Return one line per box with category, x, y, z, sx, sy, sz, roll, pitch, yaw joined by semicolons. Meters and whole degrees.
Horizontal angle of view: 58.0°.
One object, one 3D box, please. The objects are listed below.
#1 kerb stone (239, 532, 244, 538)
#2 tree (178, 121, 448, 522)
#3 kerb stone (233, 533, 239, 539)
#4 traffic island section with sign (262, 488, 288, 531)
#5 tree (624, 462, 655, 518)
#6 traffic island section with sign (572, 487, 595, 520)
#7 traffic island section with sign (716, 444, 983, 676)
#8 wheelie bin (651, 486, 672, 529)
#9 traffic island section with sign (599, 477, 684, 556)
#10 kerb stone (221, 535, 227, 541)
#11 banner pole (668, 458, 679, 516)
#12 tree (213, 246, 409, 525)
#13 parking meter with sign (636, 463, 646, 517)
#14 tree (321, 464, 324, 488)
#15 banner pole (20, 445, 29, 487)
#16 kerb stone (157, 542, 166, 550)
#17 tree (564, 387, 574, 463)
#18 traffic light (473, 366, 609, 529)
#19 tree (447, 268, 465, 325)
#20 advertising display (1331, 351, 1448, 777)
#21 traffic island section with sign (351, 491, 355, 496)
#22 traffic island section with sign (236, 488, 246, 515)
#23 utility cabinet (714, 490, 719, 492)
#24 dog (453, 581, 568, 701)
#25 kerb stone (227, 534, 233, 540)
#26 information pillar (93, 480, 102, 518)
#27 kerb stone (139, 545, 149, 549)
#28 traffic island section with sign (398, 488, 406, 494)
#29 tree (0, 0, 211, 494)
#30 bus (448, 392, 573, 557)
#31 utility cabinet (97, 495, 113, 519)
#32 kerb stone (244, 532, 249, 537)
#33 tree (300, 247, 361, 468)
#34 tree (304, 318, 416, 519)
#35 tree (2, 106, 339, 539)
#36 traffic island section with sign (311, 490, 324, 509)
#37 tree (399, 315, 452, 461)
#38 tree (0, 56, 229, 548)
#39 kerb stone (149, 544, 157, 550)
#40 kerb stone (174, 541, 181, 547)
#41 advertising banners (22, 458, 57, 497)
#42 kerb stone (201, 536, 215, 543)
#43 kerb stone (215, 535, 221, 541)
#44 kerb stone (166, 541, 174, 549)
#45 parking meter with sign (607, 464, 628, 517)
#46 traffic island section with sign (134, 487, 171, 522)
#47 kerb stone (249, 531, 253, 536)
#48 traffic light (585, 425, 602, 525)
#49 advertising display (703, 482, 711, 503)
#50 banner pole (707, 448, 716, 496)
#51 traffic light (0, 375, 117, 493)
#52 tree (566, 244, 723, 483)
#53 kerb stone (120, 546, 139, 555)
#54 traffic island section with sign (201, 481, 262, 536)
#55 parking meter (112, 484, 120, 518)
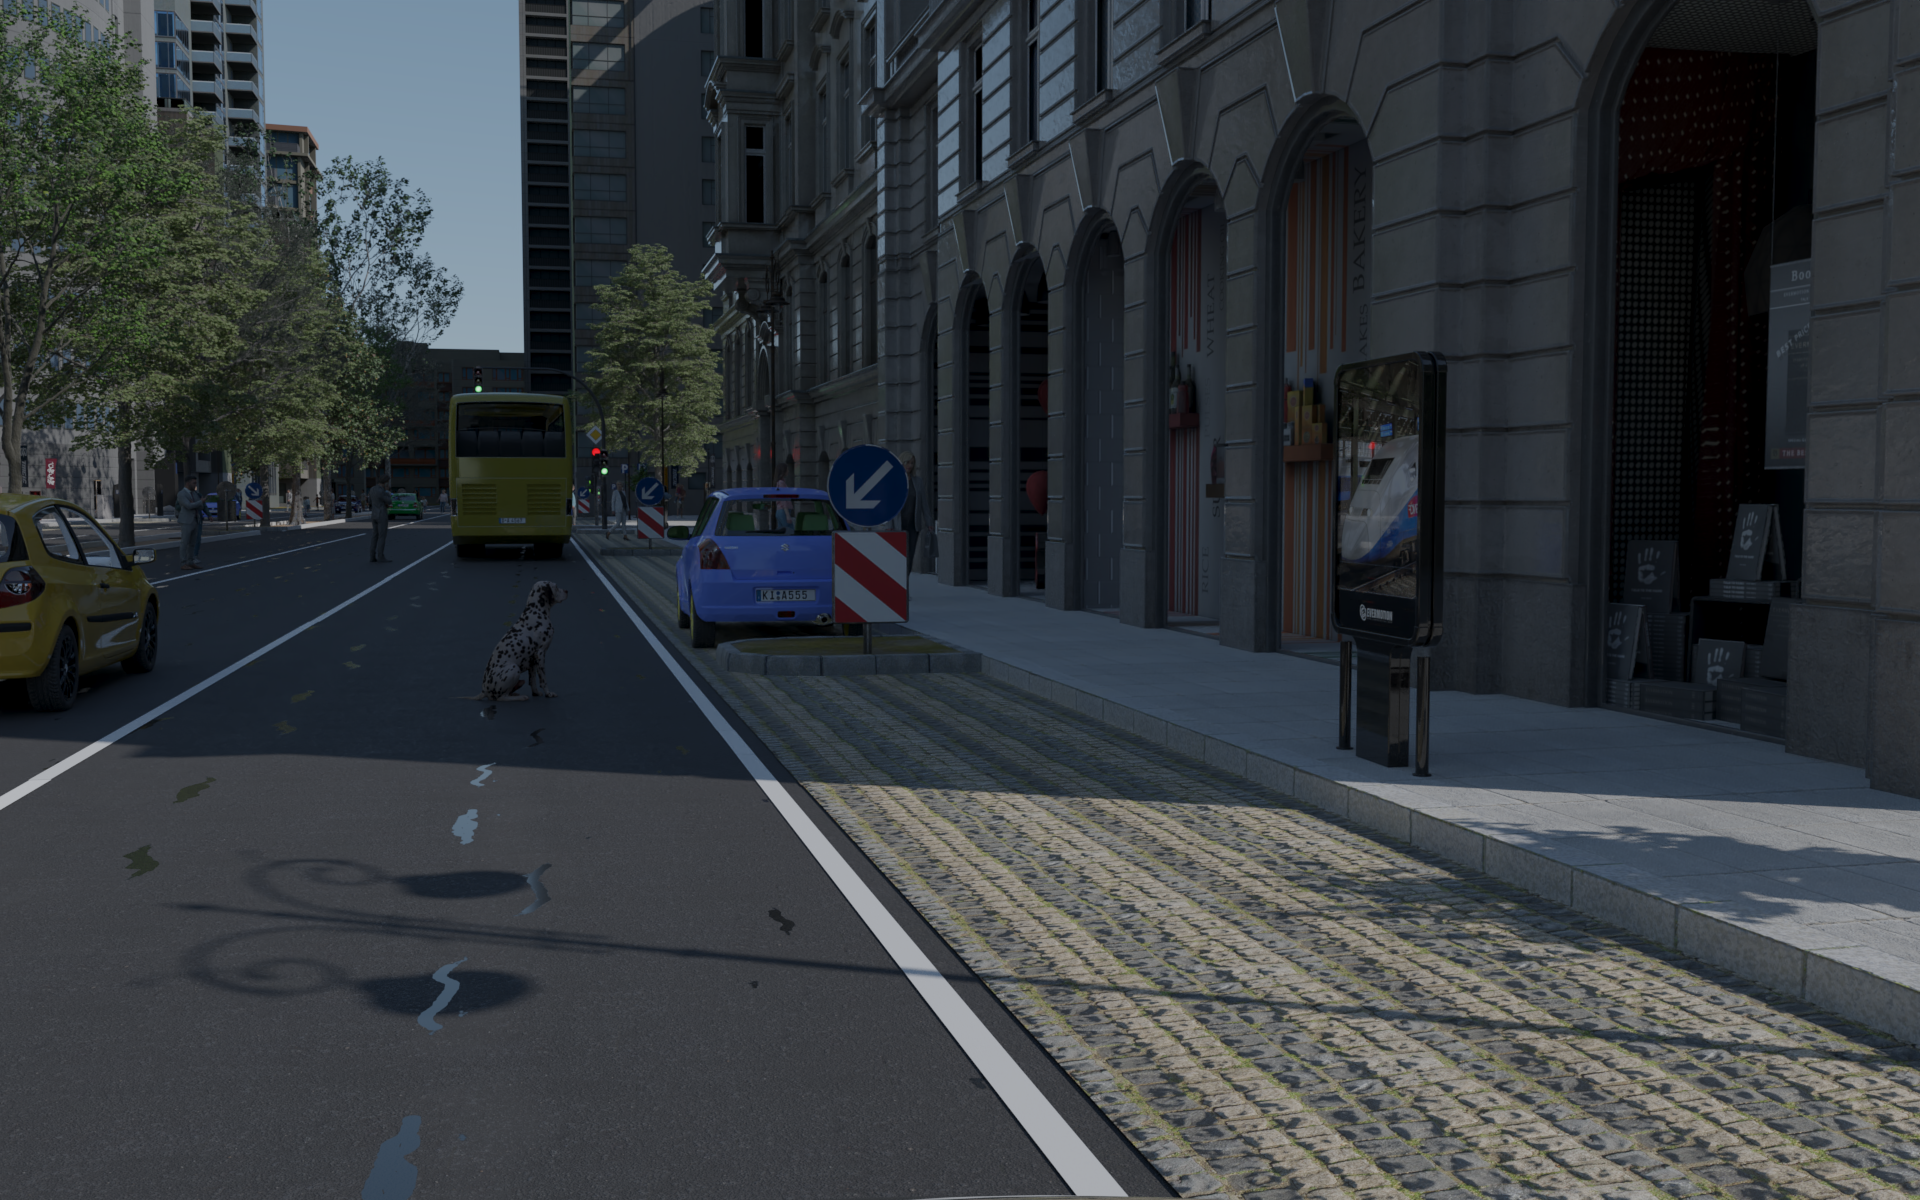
kerb stone;-23.609;-2.099;56.515;0.120;0.150;1.000;-1;4;-14
tree;-33.937;-14.117;89.153;12.611;20.169;13.585;0;3;0
kerb stone;-23.358;-2.038;55.523;0.120;0.150;1.000;-1;4;-14
traffic island section with sign;-27.358;-3.624;67.392;2.006;1.907;1.989;-1;4;-14
tree;-17.220;-6.065;93.772;1.663;3.219;1.824;0;3;0
traffic island section with sign;-20.726;-5.270;94.799;1.989;1.847;2.006;-1;4;-14
traffic island section with sign;-1.011;-0.361;14.525;1.989;1.847;2.006;-1;4;-14
wheelie bin;-11.121;-3.429;63.972;0.980;1.594;0.693;0;4;4
traffic island section with sign;-7.437;-1.962;40.706;1.989;1.847;2.006;-1;4;-14
kerb stone;-22.871;-1.916;53.529;0.120;0.150;1.000;-1;4;-14
banner pole;-17.023;-6.877;102.454;0.863;3.779;0.401;-1;4;-16
tree;-30.289;-9.742;78.752;9.611;12.733;9.660;0;3;0
parking meter with sign;-18.030;-6.212;97.827;0.543;3.016;1.738;0;4;-4
tree;-68.888;-14.431;186.314;4.360;8.622;3.978;0;3;0
banner pole;-42.311;-5.388;78.109;0.863;3.779;0.401;1;4;20
kerb stone;-20.684;-1.369;44.579;0.120;0.150;1.000;-1;4;-14
tree;-31.199;-13.676;149.357;9.928;11.665;9.643;0;3;0
traffic light;-14.971;-5.359;62.291;4.771;5.953;1.251;-1;4;-14
tree;-42.178;-16.223;123.584;12.611;20.169;13.585;0;3;0
advertising display;2.021;-0.185;8.243;0.123;1.923;0.974;-1;4;-11
traffic island section with sign;-67.071;-11.166;191.195;1.989;1.847;2.006;-1;4;-14
traffic island section with sign;-48.836;-6.625;116.953;1.989;1.847;2.006;-1;4;-14
utility cabinet;-12.236;-4.946;89.541;0.318;1.500;1.173;2;4;30
dog;-3.203;0.286;12.168;0.800;0.831;0.513;0;4;1
kerb stone;-23.124;-1.972;54.529;0.120;0.150;1.000;-1;4;-14
information pillar;-45.712;-5.342;91.831;0.304;2.012;0.304;3;4;37
kerb stone;-20.189;-1.248;42.596;0.120;0.150;1.000;-1;4;-14
traffic island section with sign;-45.288;-8.088;140.369;2.006;1.907;1.989;-1;4;-14
tree;-19.627;-6.579;35.774;9.928;11.665;9.643;0;3;0
bus;-11.069;-3.103;42.274;2.896;3.916;12.252;-1;4;-16
utility cabinet;-44.011;-4.767;89.107;0.306;1.237;1.020;0;4;1
kerb stone;-23.854;-2.160;57.515;0.120;0.150;1.000;-1;4;-14
tree;-28.413;-9.159;70.327;7.486;12.596;7.792;0;3;0
tree;-35.565;-10.550;100.699;9.928;11.665;9.643;0;3;0
tree;-24.504;-8.673;54.638;12.009;13.543;11.850;0;3;0
traffic island section with sign;-60.538;-9.540;164.601;1.989;1.847;2.006;-1;4;-14
tree;-37.776;-12.189;112.110;12.009;13.543;11.850;0;3;0
tree;-21.933;-7.620;45.176;7.486;12.596;7.792;0;3;0
kerb stone;-20.439;-1.306;43.587;0.120;0.150;1.000;-1;4;-14
kerb stone;-21.162;-1.491;46.567;0.120;0.150;1.000;-1;4;-14
advertising banners;-45.036;-5.387;84.258;2.074;3.025;0.090;-2;4;-34
kerb stone;-22.387;-1.795;51.539;0.120;0.150;1.000;-1;4;-14
kerb stone;-22.633;-1.856;52.534;0.120;0.150;1.000;-1;4;-14
kerb stone;-20.921;-1.430;45.574;0.120;0.150;1.000;-1;4;-14
parking meter with sign;-19.691;-6.308;99.397;0.543;3.016;1.738;2;4;25
traffic island section with sign;-42.260;-4.987;90.164;1.989;1.847;2.006;-1;4;-14
kerb stone;-24.106;-2.221;58.506;0.120;0.150;1.000;-1;4;-14
traffic light;-14.865;-5.001;70.683;0.839;4.253;0.868;-1;4;-14
advertising display;-13.940;-5.522;95.505;0.123;1.923;0.974;1;4;8
banner pole;-13.525;-6.369;94.148;0.401;3.779;0.863;-3;5;-43
traffic light;-34.472;-5.580;65.907;4.771;5.953;1.251;-1;4;-14
tree;-14.086;-9.863;79.384;7.486;12.596;7.792;0;3;0
kerb stone;-19.951;-1.187;41.600;0.120;0.150;1.000;-1;4;-14
traffic island section with sign;-25.601;-3.184;60.196;2.006;1.907;1.989;-1;4;-14
parking meter;-45.285;-5.342;93.059;0.399;1.863;0.255;-3;5;-42
